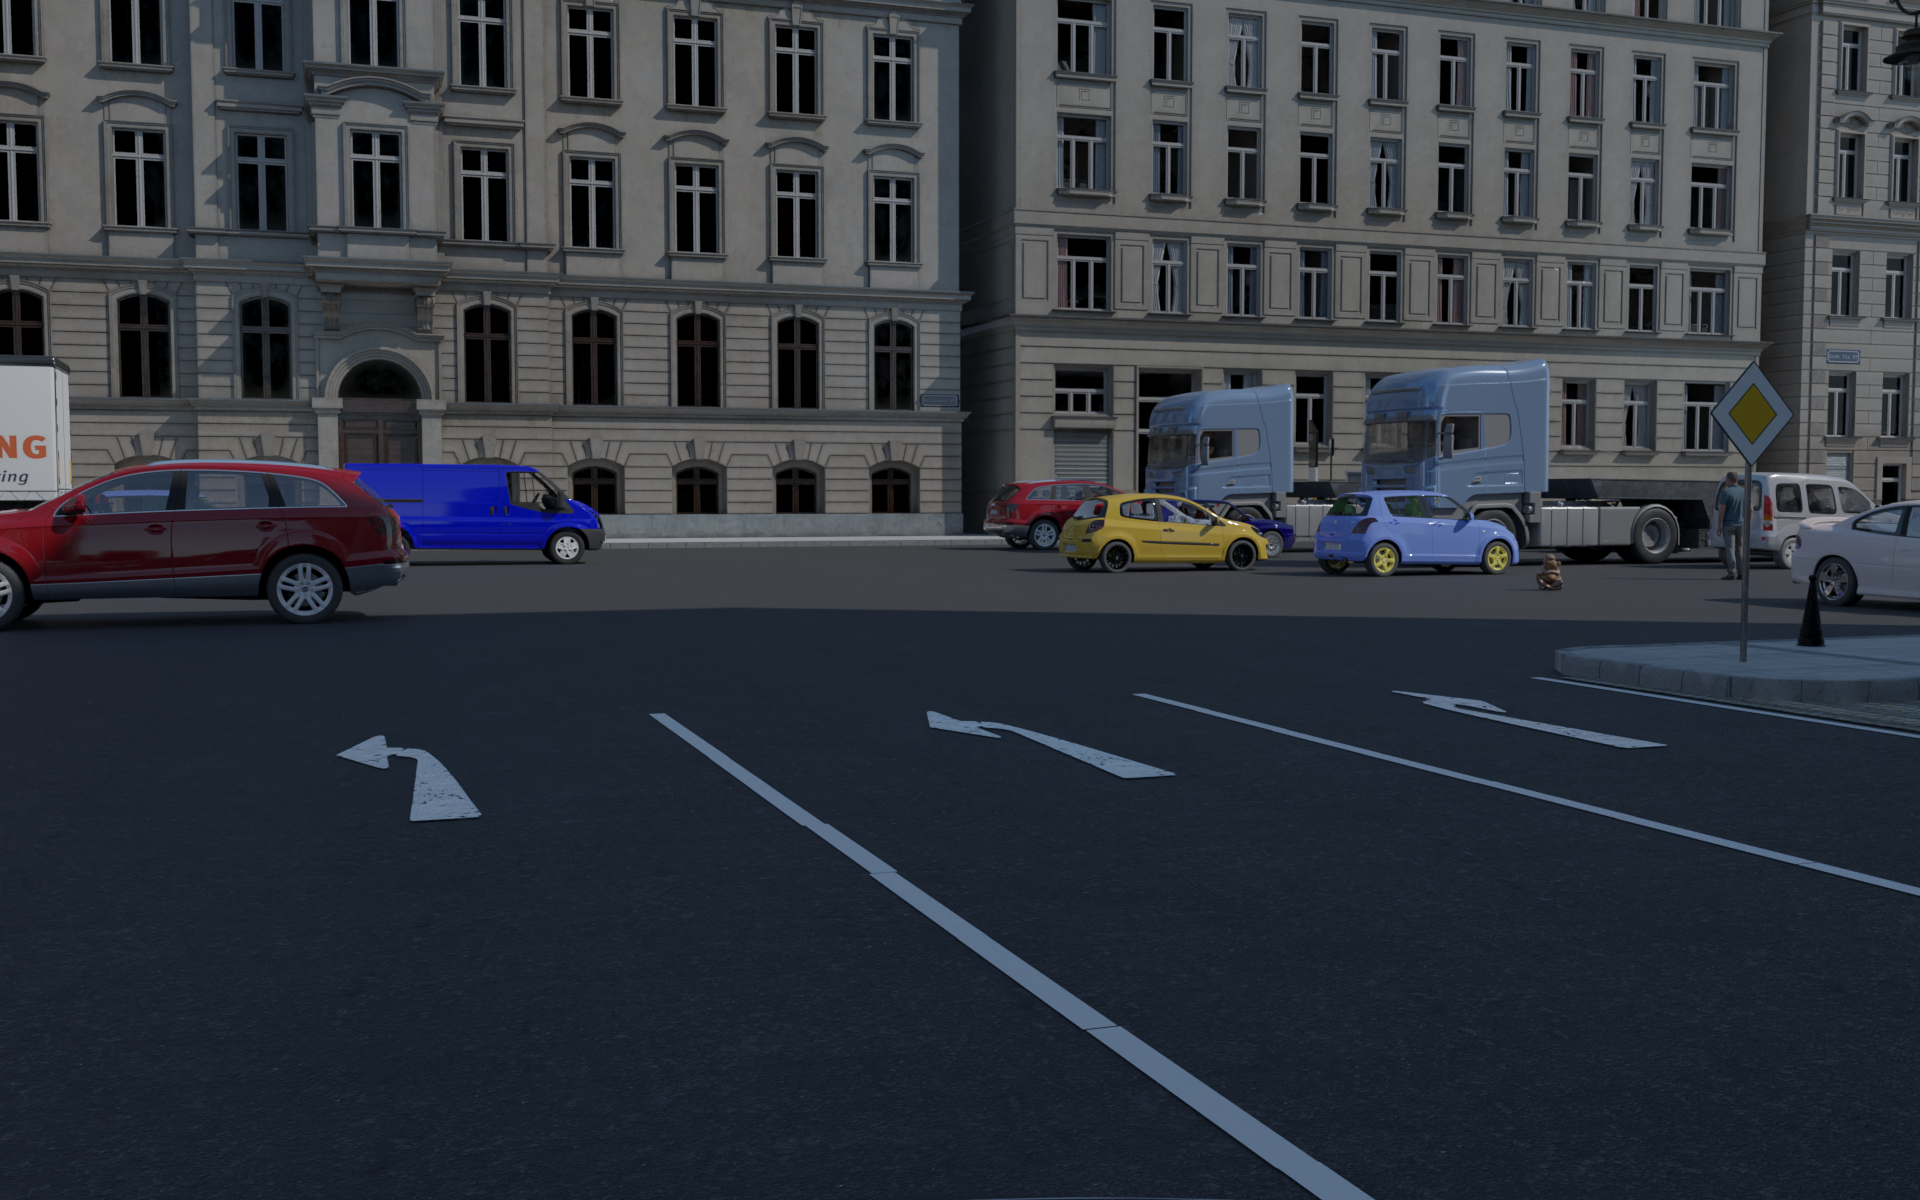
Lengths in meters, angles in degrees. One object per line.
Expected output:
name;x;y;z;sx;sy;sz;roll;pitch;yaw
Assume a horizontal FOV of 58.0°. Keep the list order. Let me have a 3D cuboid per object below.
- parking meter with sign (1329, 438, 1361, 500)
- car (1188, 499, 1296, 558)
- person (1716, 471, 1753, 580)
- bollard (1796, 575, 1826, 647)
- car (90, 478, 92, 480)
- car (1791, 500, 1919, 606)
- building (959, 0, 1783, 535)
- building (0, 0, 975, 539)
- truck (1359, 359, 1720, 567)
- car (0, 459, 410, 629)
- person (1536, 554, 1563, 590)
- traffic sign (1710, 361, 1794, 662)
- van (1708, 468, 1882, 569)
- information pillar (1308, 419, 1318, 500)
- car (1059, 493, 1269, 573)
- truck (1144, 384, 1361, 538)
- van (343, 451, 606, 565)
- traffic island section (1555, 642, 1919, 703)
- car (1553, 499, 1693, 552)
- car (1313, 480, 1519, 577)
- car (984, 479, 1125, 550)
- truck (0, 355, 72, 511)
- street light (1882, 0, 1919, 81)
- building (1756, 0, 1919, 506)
parking meter with sign;12.438;-3.543;54.183;1.738;3.016;0.543;0;4;3
car;5.579;-1.624;39.128;3.894;1.354;1.945;-1;4;-21
person;12.922;-1.242;28.931;0.598;1.807;0.434;0;4;1
bollard;7.193;0.087;14.622;0.229;0.601;0.229;0;3;0
car;-12.724;-1.140;28.237;3.694;1.707;1.945;-1;4;-18
car;12.468;-0.540;21.193;2.083;1.381;4.827;-1;4;-18
building;12.641;-14.074;63.386;30.059;22.955;16.112;-1;4;-19
building;-17.585;-14.226;51.679;34.723;24.649;14.460;-1;4;-19
truck;16.660;-2.912;37.377;18.799;4.110;2.967;-1;4;-20
car;-8.958;-0.657;19.410;5.304;1.827;2.281;-1;4;-21
person;8.767;-0.416;25.779;0.381;0.543;0.357;1;4;9
traffic sign;5.988;-0.584;13.184;0.795;2.450;0.064;-1;4;-19
van;16.846;-1.656;34.087;4.112;2.044;2.013;-1;4;-19
information pillar;11.049;-3.845;54.222;0.183;3.616;0.504;-1;4;-16
car;3.873;-1.369;32.615;3.980;1.641;2.015;-1;4;-20
truck;13.068;-3.386;45.125;18.799;4.110;2.967;-1;4;-20
van;-9.928;-1.895;35.369;5.245;2.365;2.240;-1;4;-19
traffic island section;6.008;0.551;13.269;2.009;0.180;2.903;-1;4;-19
car;16.513;-1.874;43.213;3.894;1.354;1.945;-1;4;-21
car;8.229;-1.315;31.087;3.694;1.707;1.945;-1;4;-21
car;3.265;-2.257;45.582;5.304;1.827;2.281;-1;4;-19
truck;-23.991;-2.776;34.308;11.283;4.237;2.839;-1;4;-21
street light;7.970;-2.488;13.467;0.468;5.910;1.993;-1;4;-19
building;39.524;-16.716;70.569;25.104;27.353;12.463;-1;4;-19
